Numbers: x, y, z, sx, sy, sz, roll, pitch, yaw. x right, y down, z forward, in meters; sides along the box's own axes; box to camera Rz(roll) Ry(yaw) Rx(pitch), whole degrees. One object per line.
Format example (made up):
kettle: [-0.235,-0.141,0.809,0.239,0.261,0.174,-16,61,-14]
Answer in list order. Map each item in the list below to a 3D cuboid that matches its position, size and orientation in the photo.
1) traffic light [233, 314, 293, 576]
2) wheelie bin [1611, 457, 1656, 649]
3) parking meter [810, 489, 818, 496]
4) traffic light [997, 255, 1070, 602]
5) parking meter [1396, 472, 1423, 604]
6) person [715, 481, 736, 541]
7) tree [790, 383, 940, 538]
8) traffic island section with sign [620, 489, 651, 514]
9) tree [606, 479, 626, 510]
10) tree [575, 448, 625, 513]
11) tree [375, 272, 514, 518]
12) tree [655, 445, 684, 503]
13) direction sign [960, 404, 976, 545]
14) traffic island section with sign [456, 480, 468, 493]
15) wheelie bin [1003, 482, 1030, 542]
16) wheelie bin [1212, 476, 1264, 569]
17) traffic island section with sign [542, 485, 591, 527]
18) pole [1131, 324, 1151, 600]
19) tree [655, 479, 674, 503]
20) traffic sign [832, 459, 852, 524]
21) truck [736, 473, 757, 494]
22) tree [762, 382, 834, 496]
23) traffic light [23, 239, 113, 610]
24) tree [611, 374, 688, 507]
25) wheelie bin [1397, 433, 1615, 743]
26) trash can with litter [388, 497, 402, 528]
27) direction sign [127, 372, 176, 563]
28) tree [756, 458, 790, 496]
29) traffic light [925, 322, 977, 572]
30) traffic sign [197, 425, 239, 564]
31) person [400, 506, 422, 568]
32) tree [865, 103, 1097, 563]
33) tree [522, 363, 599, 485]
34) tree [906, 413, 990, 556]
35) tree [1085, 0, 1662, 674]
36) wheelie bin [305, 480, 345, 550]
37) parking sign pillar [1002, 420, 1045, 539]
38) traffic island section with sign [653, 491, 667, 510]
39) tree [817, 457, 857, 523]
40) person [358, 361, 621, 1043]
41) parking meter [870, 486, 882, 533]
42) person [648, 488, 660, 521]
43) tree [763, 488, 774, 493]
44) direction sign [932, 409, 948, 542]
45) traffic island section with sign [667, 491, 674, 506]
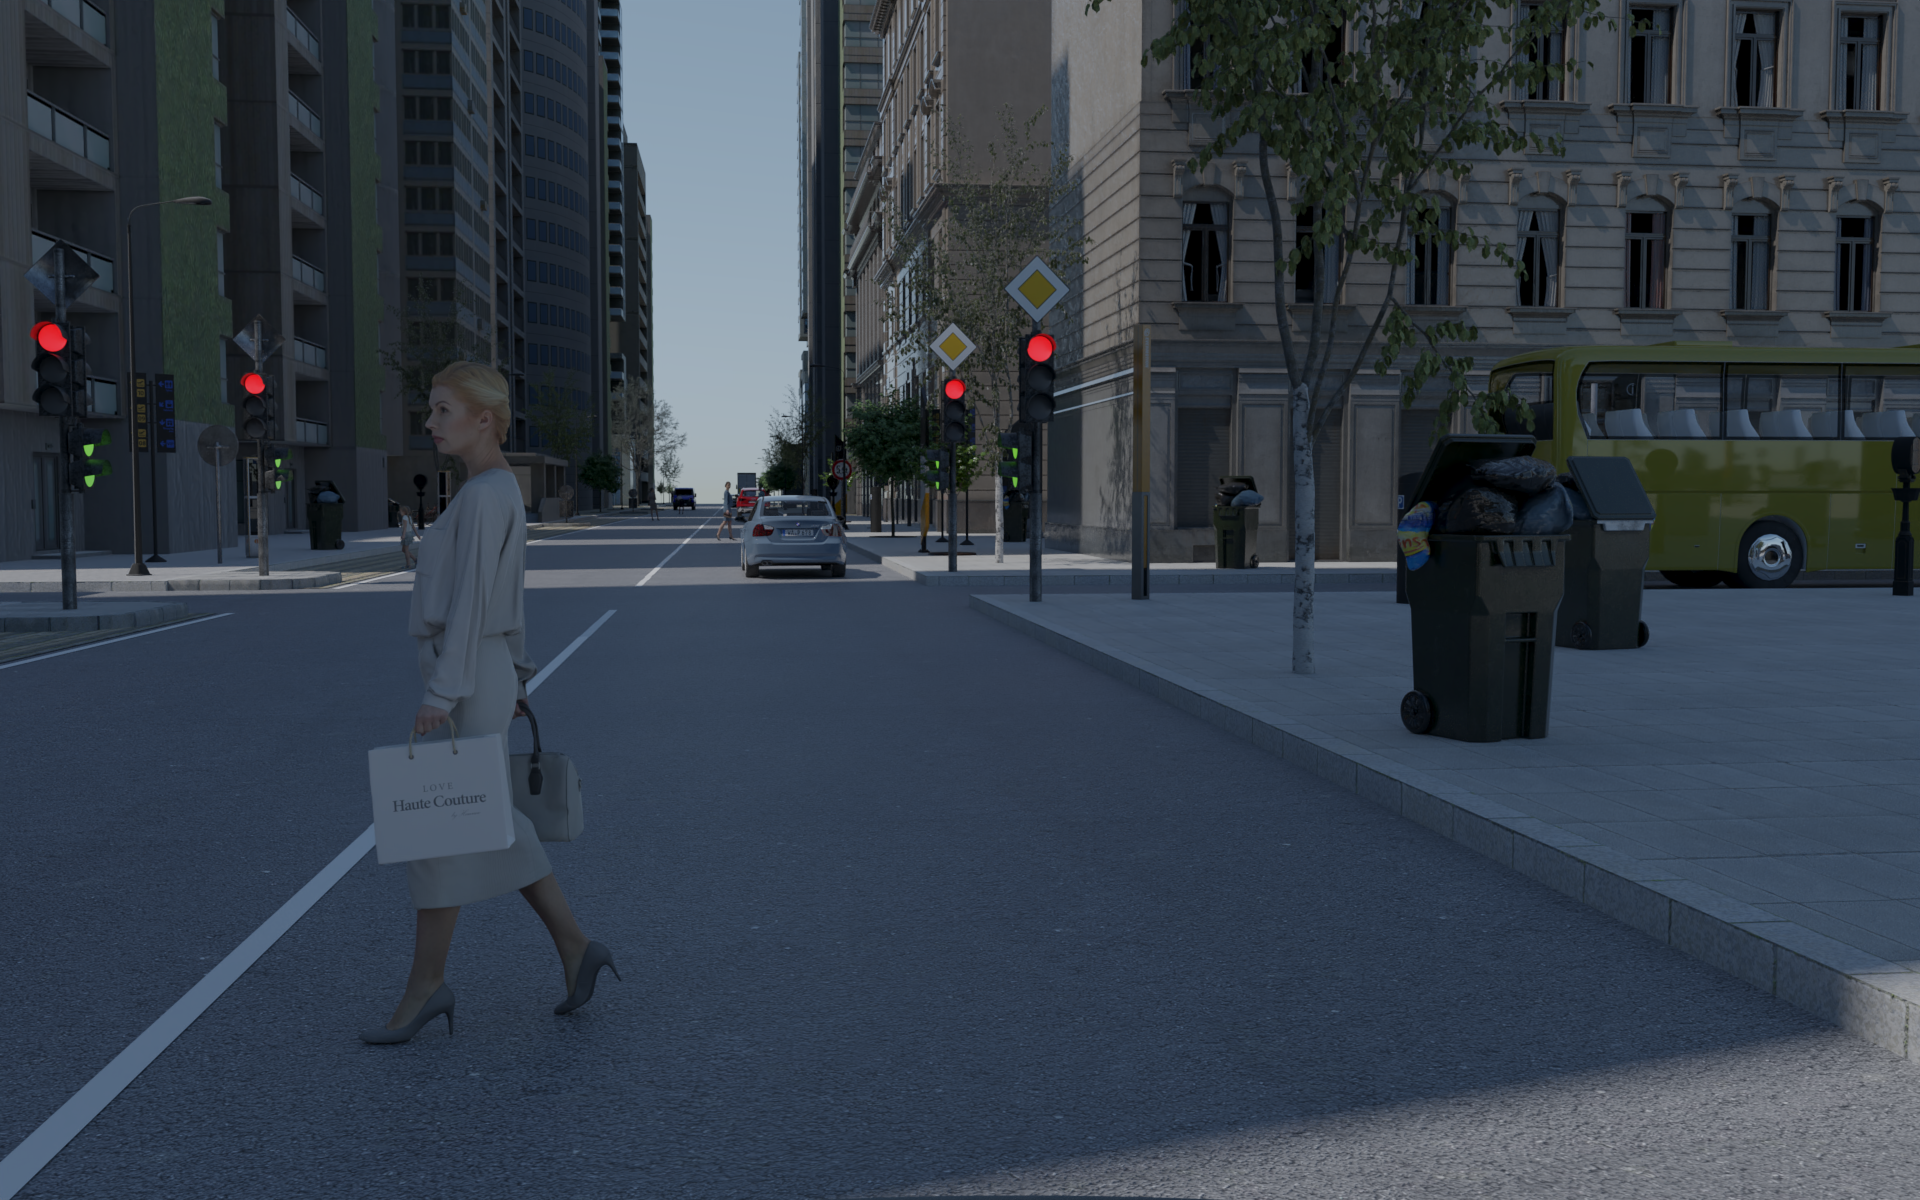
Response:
traffic light: [-10.909,-2.334,27.075,0.839,4.253,0.868,0,4,-7]
wheelie bin: [5.296,-0.402,14.480,0.980,1.594,0.693,-1,4,-21]
parking meter: [-7.267,-4.751,86.092,0.372,1.533,0.369,0,3,0]
traffic light: [0.883,-1.935,20.557,0.839,4.253,0.868,0,4,-7]
parking meter: [5.319,-0.728,20.310,0.372,1.533,0.369,0,3,0]
person: [-7.206,-2.744,53.389,0.654,1.822,0.581,1,4,14]
tree: [-1.955,-4.144,51.462,4.285,4.588,4.351,0,3,0]
traffic island section with sign: [-23.713,-7.175,125.931,1.989,1.847,2.006,0,4,-7]
tree: [-27.808,-8.791,138.326,1.663,3.219,1.824,0,3,0]
tree: [-25.074,-8.389,120.881,4.285,4.588,4.351,0,3,0]
tree: [-17.350,-6.605,58.362,4.360,8.622,3.978,0,3,0]
tree: [-41.466,-18.149,247.091,4.737,8.622,4.395,0,3,0]
direction sign: [0.177,-3.148,43.473,0.379,3.537,0.876,2,4,27]
traffic island section with sign: [-13.683,-2.422,48.223,1.989,1.847,2.006,0,4,-7]
wheelie bin: [1.490,-2.356,46.431,0.693,1.594,0.980,1,4,20]
wheelie bin: [4.771,-1.340,29.816,0.980,1.594,0.693,3,4,36]
traffic island section with sign: [-17.294,-4.136,76.249,1.989,1.847,2.006,0,4,-7]
pole: [2.197,-1.660,20.985,0.158,3.312,0.155,0,3,0]
tree: [-38.130,-13.890,221.708,1.663,3.219,1.824,0,3,0]
traffic sign: [-4.330,-3.885,63.628,0.768,2.556,0.104,0,4,-4]
truck: [-28.468,-14.808,231.017,2.839,4.237,11.283,0,4,-7]
tree: [-10.428,-9.949,113.035,4.360,8.622,3.978,0,3,0]
traffic light: [-9.887,-1.849,19.156,0.839,4.253,0.868,0,4,-7]
tree: [-32.824,-16.253,176.100,12.009,13.543,11.850,0,3,0]
wheelie bin: [2.812,-0.078,9.189,0.980,1.594,0.693,-2,4,-25]
trash can with litter: [-21.445,-3.342,66.034,1.055,1.170,0.624,-3,5,-39]
direction sign: [-15.152,-2.479,32.531,0.379,3.537,0.876,3,4,38]
tree: [-15.948,-10.512,155.583,4.285,4.588,4.351,0,3,0]
traffic light: [-0.139,-2.419,28.477,0.839,4.253,0.868,0,4,-7]
traffic sign: [-13.656,-1.944,31.884,0.768,2.556,0.104,0,4,2]
person: [-10.555,-1.203,33.186,0.382,1.210,0.505,0,4,-2]
tree: [0.499,-4.985,31.873,4.360,8.622,3.978,0,3,0]
tree: [-22.662,-9.052,98.358,4.737,8.622,4.395,0,3,0]
tree: [-0.180,-2.564,36.527,1.663,3.219,1.824,0,3,0]
tree: [2.539,-3.766,11.930,4.737,8.622,4.395,0,3,0]
wheelie bin: [-14.604,-1.954,39.861,0.980,1.594,0.693,2,4,33]
parking sign pillar: [1.773,-3.794,50.499,1.447,3.967,1.447,-3,4,-36]
traffic island section with sign: [-27.220,-8.841,153.179,1.989,1.847,2.006,0,4,-7]
tree: [-5.324,-5.106,78.088,1.663,3.219,1.824,0,3,0]
person: [-1.248,0.261,4.587,0.624,1.780,0.694,0,4,3]
parking meter: [-2.805,-3.023,57.841,0.372,1.533,0.369,0,3,0]
person: [-16.563,-5.188,93.658,0.599,1.781,0.374,1,4,15]
tree: [-26.948,-15.156,242.404,1.663,3.219,1.824,0,3,0]
direction sign: [-0.468,-3.304,46.012,0.379,3.537,0.876,-3,4,-36]
traffic island section with sign: [-34.242,-12.160,207.448,1.989,1.847,2.006,0,4,-7]
